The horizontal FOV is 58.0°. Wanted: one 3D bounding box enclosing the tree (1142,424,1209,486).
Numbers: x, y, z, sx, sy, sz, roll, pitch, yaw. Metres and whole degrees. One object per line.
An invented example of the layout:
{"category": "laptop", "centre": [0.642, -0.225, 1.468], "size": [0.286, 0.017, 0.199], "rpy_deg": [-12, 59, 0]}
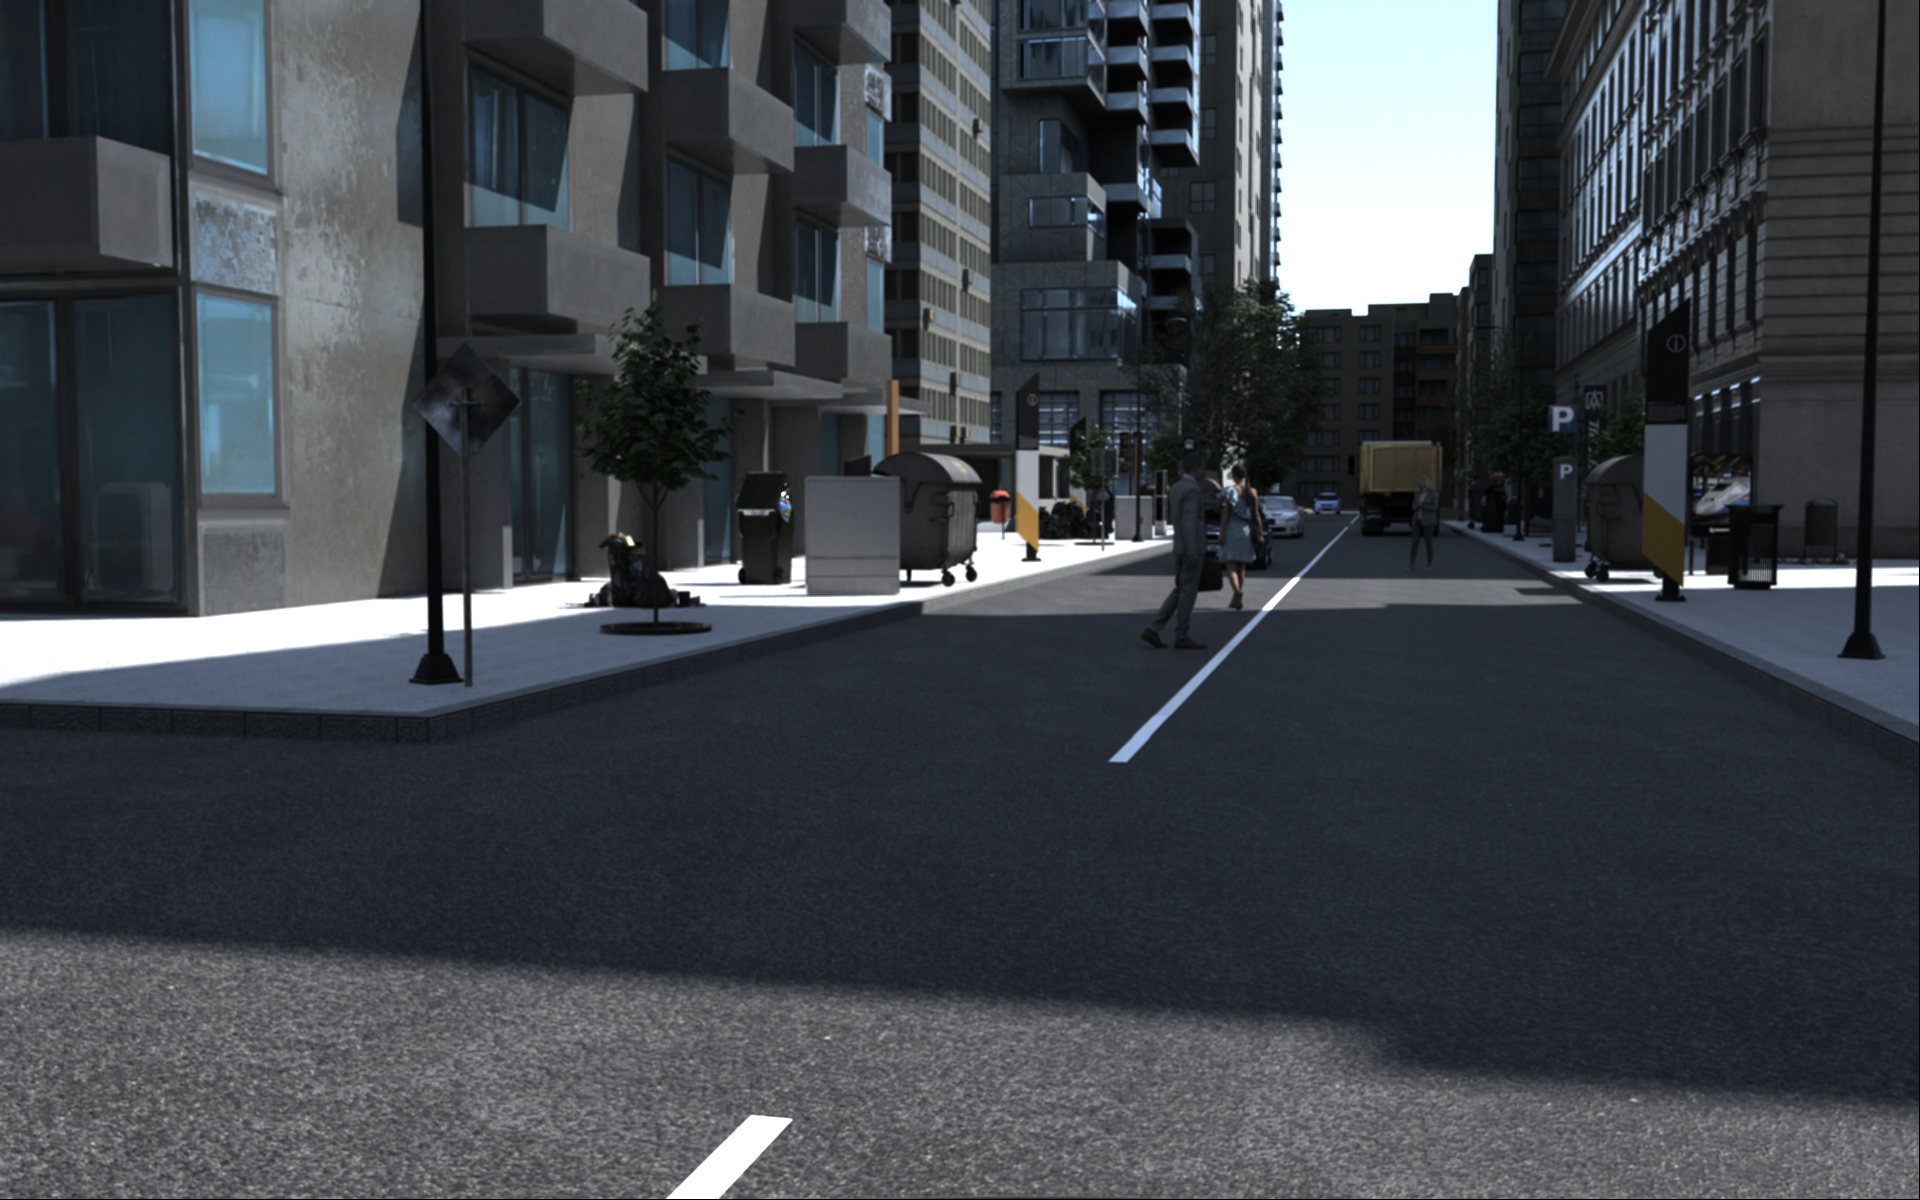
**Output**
{"category": "tree", "centre": [10.127, -5.947, 80.950], "size": [4.285, 4.588, 4.351], "rpy_deg": [0, 3, 0]}

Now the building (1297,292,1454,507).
{"category": "building", "centre": [50.264, -20.416, 178.840], "size": [28.899, 21.520, 27.650], "rpy_deg": [1, 4, 14]}

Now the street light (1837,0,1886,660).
{"category": "street light", "centre": [6.549, -2.508, 13.543], "size": [1.470, 5.913, 1.316], "rpy_deg": [1, 4, 14]}

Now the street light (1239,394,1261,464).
{"category": "street light", "centre": [13.454, -6.572, 79.992], "size": [1.470, 5.913, 1.316], "rpy_deg": [1, 4, 14]}

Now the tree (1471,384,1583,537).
{"category": "tree", "centre": [17.159, -4.178, 52.019], "size": [4.285, 4.588, 4.351], "rpy_deg": [0, 3, 0]}

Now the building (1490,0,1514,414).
{"category": "building", "centre": [47.878, -31.671, 107.061], "size": [28.713, 52.752, 27.495], "rpy_deg": [1, 4, 14]}

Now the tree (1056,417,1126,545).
{"category": "tree", "centre": [3.404, -3.012, 43.843], "size": [1.663, 3.219, 1.824], "rpy_deg": [0, 3, 0]}

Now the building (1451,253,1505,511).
{"category": "building", "centre": [53.780, -17.770, 135.586], "size": [27.650, 21.520, 28.899], "rpy_deg": [1, 4, 14]}

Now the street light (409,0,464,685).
{"category": "street light", "centre": [-3.047, -2.383, 11.506], "size": [1.470, 5.913, 1.316], "rpy_deg": [1, 4, 14]}

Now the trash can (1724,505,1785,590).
{"category": "trash can", "centre": [10.709, -0.718, 23.386], "size": [0.748, 1.137, 0.748], "rpy_deg": [0, 3, 0]}

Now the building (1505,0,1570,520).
{"category": "building", "centre": [35.555, -19.428, 89.356], "size": [14.160, 30.474, 14.107], "rpy_deg": [1, 4, 14]}

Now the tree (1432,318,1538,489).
{"category": "tree", "centre": [22.434, -7.525, 73.402], "size": [4.737, 8.622, 4.395], "rpy_deg": [0, 3, 0]}

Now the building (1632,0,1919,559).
{"category": "building", "centre": [22.545, -11.771, 41.603], "size": [9.793, 20.994, 18.267], "rpy_deg": [1, 4, 14]}

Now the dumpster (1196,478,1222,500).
{"category": "dumpster", "centre": [8.991, -3.563, 64.014], "size": [1.264, 1.857, 1.865], "rpy_deg": [1, 4, 14]}

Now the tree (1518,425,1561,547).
{"category": "tree", "centre": [14.745, -2.908, 42.148], "size": [1.663, 3.219, 1.824], "rpy_deg": [0, 3, 0]}

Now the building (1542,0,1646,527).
{"category": "building", "centre": [31.280, -14.137, 64.431], "size": [16.112, 22.955, 30.059], "rpy_deg": [1, 4, 14]}

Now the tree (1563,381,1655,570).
{"category": "tree", "centre": [11.502, -2.152, 29.791], "size": [1.663, 3.219, 1.824], "rpy_deg": [0, 3, 0]}

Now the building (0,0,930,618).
{"category": "building", "centre": [-14.174, -25.167, 31.085], "size": [23.786, 49.044, 30.456], "rpy_deg": [1, 4, 14]}

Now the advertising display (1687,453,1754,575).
{"category": "advertising display", "centre": [12.054, -1.361, 27.473], "size": [0.974, 1.923, 0.123], "rpy_deg": [0, 4, 2]}

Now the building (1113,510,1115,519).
{"category": "building", "centre": [3.664, -48.227, 101.187], "size": [22.319, 86.520, 31.000], "rpy_deg": [1, 4, 14]}

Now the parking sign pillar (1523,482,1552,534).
{"category": "parking sign pillar", "centre": [19.233, -4.176, 56.751], "size": [1.447, 3.967, 1.447], "rpy_deg": [-1, 4, -12]}

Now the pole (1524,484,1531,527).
{"category": "pole", "centre": [20.945, -4.283, 63.874], "size": [0.158, 3.312, 0.155], "rpy_deg": [0, 3, 0]}

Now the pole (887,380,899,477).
{"category": "pole", "centre": [-1.206, -2.279, 31.112], "size": [0.158, 3.312, 0.155], "rpy_deg": [0, 3, 0]}

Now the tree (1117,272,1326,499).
{"category": "tree", "centre": [10.915, -8.416, 72.018], "size": [8.767, 10.594, 7.601], "rpy_deg": [0, 4, -1]}

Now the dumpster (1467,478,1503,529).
{"category": "dumpster", "centre": [19.342, -3.544, 63.695], "size": [1.264, 1.857, 1.865], "rpy_deg": [1, 4, 14]}

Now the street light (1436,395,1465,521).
{"category": "street light", "centre": [23.077, -6.664, 81.496], "size": [1.470, 5.913, 1.316], "rpy_deg": [1, 4, 14]}

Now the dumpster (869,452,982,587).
{"category": "dumpster", "centre": [-0.494, -1.159, 24.709], "size": [1.264, 1.857, 1.865], "rpy_deg": [1, 4, 14]}

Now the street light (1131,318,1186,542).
{"category": "street light", "centre": [5.284, -4.494, 46.023], "size": [1.470, 5.913, 1.316], "rpy_deg": [1, 4, 14]}

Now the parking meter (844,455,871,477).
{"category": "parking meter", "centre": [-1.538, -1.231, 25.833], "size": [0.399, 1.863, 0.255], "rpy_deg": [-2, 4, -25]}

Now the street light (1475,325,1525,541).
{"category": "street light", "centre": [14.822, -4.588, 47.547], "size": [1.470, 5.913, 1.316], "rpy_deg": [1, 4, 14]}

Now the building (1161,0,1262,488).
{"category": "building", "centre": [11.090, -33.985, 144.894], "size": [27.495, 52.752, 28.713], "rpy_deg": [1, 4, 14]}

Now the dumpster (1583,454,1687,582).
{"category": "dumpster", "centre": [9.985, -1.217, 25.652], "size": [1.264, 1.857, 1.865], "rpy_deg": [1, 4, 13]}

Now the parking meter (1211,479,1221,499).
{"category": "parking meter", "centre": [9.776, -3.711, 66.379], "size": [0.255, 1.863, 0.399], "rpy_deg": [-3, 4, -36]}

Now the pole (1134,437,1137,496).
{"category": "pole", "centre": [6.351, -4.182, 62.222], "size": [0.158, 3.312, 0.155], "rpy_deg": [0, 3, 0]}

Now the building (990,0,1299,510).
{"category": "building", "centre": [20.734, -53.179, 182.154], "size": [31.000, 86.520, 22.319], "rpy_deg": [1, 4, 14]}

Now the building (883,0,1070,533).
{"category": "building", "centre": [-12.060, -22.944, 67.017], "size": [32.217, 40.220, 23.993], "rpy_deg": [1, 4, 14]}

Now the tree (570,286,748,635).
{"category": "tree", "centre": [-2.739, -1.321, 16.202], "size": [1.663, 3.219, 1.824], "rpy_deg": [0, 3, 0]}
